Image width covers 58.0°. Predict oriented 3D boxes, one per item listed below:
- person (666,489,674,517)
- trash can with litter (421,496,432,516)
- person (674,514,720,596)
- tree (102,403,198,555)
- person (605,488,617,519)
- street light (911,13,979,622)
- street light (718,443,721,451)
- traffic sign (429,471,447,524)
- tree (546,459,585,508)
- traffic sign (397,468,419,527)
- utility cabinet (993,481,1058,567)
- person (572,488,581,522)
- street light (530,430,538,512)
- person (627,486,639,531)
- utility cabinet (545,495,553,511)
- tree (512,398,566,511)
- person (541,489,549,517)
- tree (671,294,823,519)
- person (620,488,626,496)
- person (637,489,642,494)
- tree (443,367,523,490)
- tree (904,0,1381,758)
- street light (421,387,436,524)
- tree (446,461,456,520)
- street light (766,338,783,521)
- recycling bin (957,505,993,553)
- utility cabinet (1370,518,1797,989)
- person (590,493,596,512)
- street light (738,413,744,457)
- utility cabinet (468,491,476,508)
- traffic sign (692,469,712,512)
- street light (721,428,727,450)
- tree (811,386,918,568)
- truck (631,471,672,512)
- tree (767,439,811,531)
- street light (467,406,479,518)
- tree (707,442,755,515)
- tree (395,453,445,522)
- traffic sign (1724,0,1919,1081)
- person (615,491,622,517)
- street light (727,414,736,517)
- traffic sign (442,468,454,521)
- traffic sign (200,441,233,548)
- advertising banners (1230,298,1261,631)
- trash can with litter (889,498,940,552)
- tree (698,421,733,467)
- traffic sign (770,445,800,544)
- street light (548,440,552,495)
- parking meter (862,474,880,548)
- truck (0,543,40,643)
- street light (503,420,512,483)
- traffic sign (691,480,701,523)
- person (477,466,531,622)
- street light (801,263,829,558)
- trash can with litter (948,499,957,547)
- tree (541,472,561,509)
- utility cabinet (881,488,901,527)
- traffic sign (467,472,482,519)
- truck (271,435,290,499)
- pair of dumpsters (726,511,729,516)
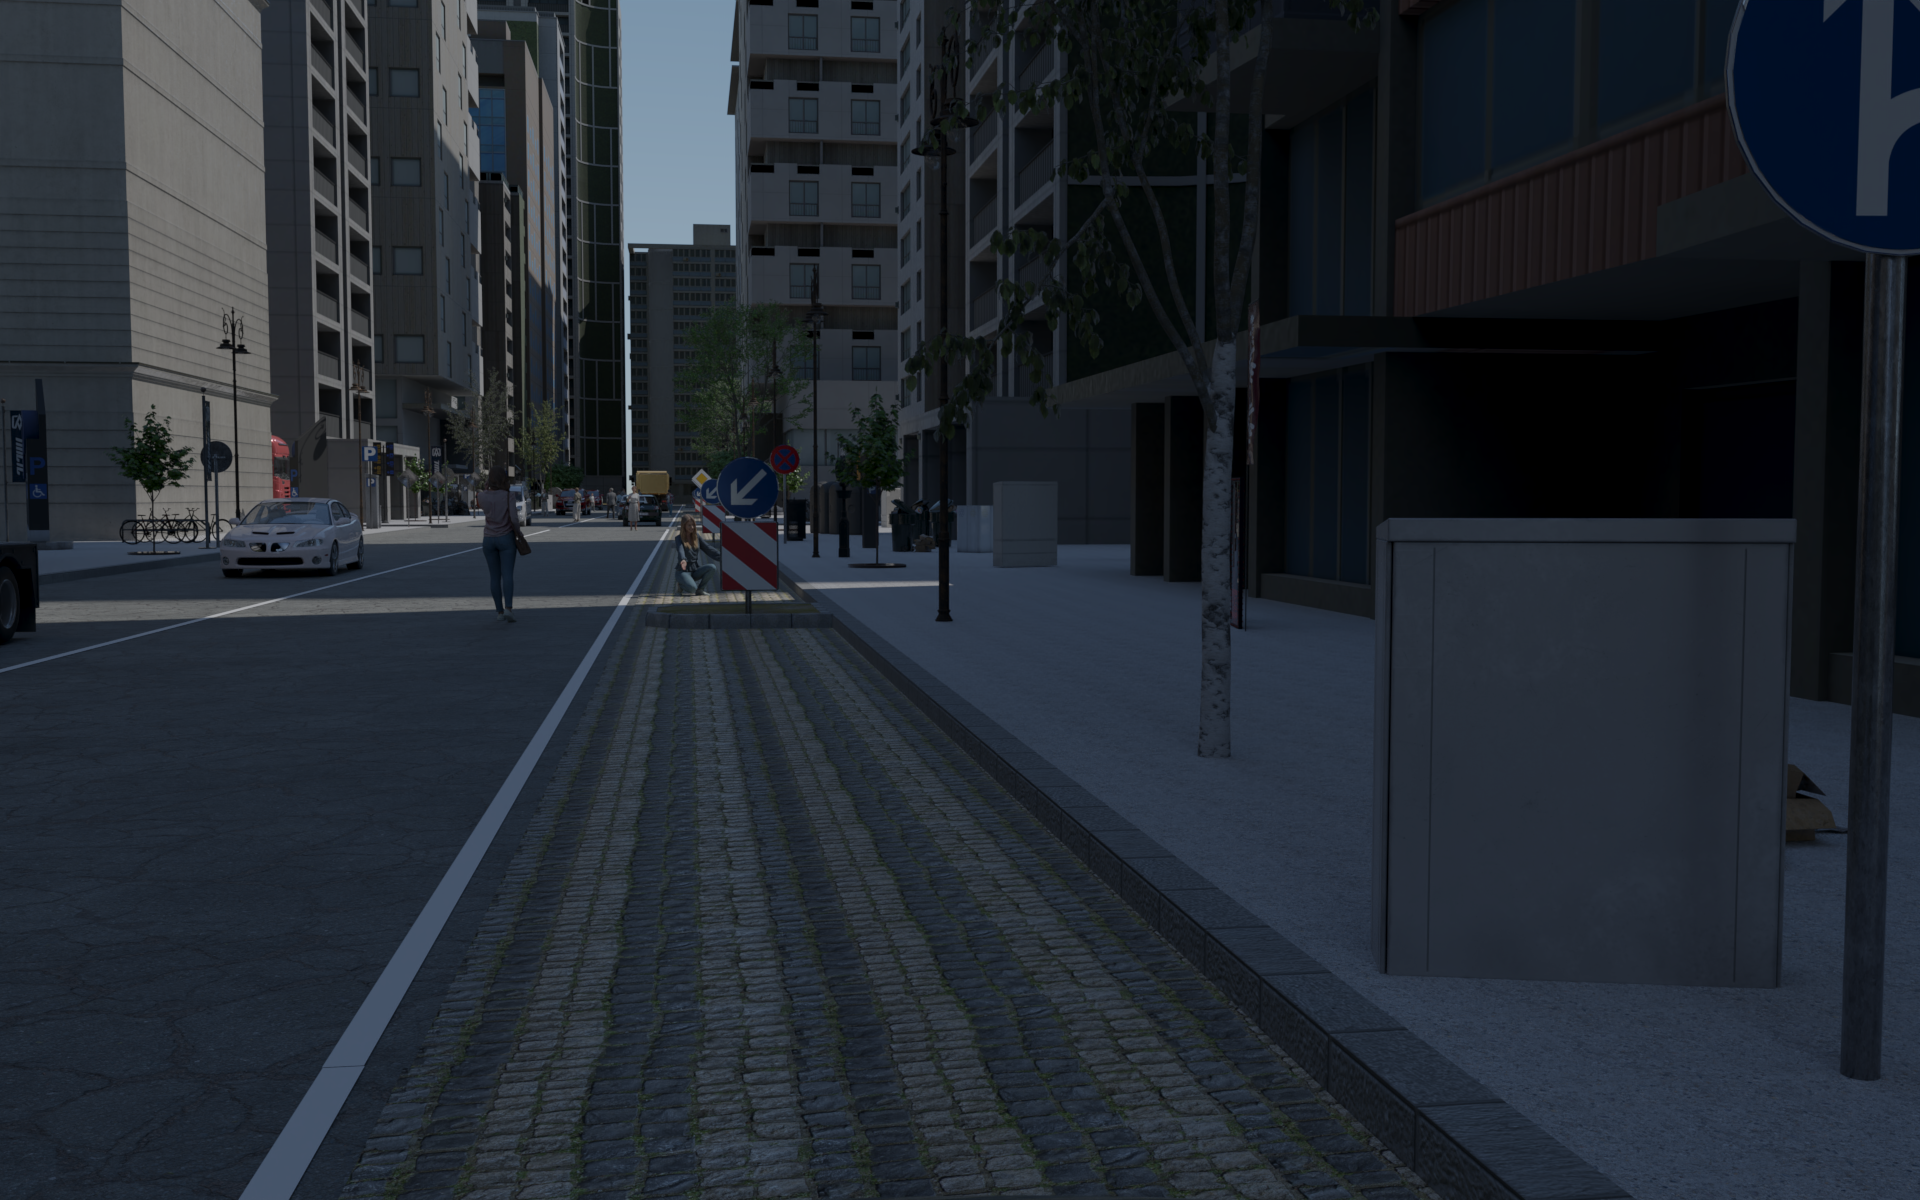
[{"bbox_3d":[-18.266,-6.107,109.186,0.563,1.720,0.643,2,4,31],"label":"person"},{"bbox_3d":[-30.913,-5.393,99.559,1.055,1.170,0.624,1,4,10],"label":"trash can with litter"},{"bbox_3d":[-3.638,-0.629,24.286,1.012,1.151,0.738,-3,4,-39],"label":"person"},{"bbox_3d":[-16.999,-2.577,36.739,1.663,3.219,1.824,0,3,0],"label":"tree"},{"bbox_3d":[-20.225,-5.587,100.253,0.661,1.777,0.834,-3,4,-39],"label":"person"},{"bbox_3d":[-0.161,-2.722,17.297,0.468,5.910,1.993,-1,4,-9],"label":"street light"},{"bbox_3d":[-18.156,-9.785,132.773,0.468,5.910,1.993,-1,4,-9],"label":"street light"},{"bbox_3d":[-22.502,-4.345,74.679,0.795,2.450,0.064,-1,4,-9],"label":"traffic sign"},{"bbox_3d":[-38.743,-11.484,171.481,4.285,4.588,4.351,0,3,0],"label":"tree"},{"bbox_3d":[-21.269,-3.862,66.789,0.795,2.450,0.064,-1,4,-9],"label":"traffic sign"},{"bbox_3d":[1.144,-1.332,30.460,1.173,1.500,0.318,-2,4,-32],"label":"utility cabinet"},{"bbox_3d":[-19.837,-4.926,89.589,0.362,1.759,0.519,2,4,31],"label":"person"},{"bbox_3d":[-30.818,-9.328,125.295,0.468,5.910,1.993,-1,4,-9],"label":"street light"},{"bbox_3d":[-12.777,-3.593,67.816,0.480,1.755,0.524,-1,4,-23],"label":"person"},{"bbox_3d":[-32.104,-7.570,134.927,0.306,1.237,1.020,1,4,14],"label":"utility cabinet"},{"bbox_3d":[-32.115,-11.155,132.746,4.737,8.622,4.395,0,3,0],"label":"tree"},{"bbox_3d":[-26.446,-6.189,110.236,0.519,1.759,0.362,0,4,7],"label":"person"},{"bbox_3d":[-11.080,-9.988,89.064,9.928,11.665,9.643,0,3,0],"label":"tree"},{"bbox_3d":[-21.836,-6.358,112.627,0.473,1.802,0.592,1,4,23],"label":"person"},{"bbox_3d":[-24.642,-7.618,133.169,0.853,1.813,0.709,-3,5,-40],"label":"person"},{"bbox_3d":[-27.317,-9.112,99.337,4.360,8.622,3.978,0,3,0],"label":"tree"},{"bbox_3d":[1.086,-3.550,8.402,4.360,8.622,3.978,0,3,0],"label":"tree"},{"bbox_3d":[-22.919,-6.239,74.788,0.468,5.910,1.993,-1,4,-9],"label":"street light"},{"bbox_3d":[-25.736,-5.582,85.875,1.663,3.219,1.824,0,3,0],"label":"tree"},{"bbox_3d":[-5.490,-4.806,51.359,0.468,5.910,1.993,-1,4,-9],"label":"street light"},{"bbox_3d":[0.421,-1.563,38.115,0.722,1.027,0.722,-3,5,-44],"label":"recycling bin"},{"bbox_3d":[1.646,0.398,4.662,1.020,1.237,0.306,0,4,8],"label":"utility cabinet"},{"bbox_3d":[-30.148,-8.015,142.137,0.523,1.515,0.503,1,4,14],"label":"person"},{"bbox_3d":[-10.139,-6.642,81.378,0.468,5.910,1.993,-1,4,-9],"label":"street light"},{"bbox_3d":[-40.687,-8.272,143.931,1.173,1.500,0.318,3,4,36],"label":"utility cabinet"},{"bbox_3d":[-10.205,-3.966,68.490,0.795,2.450,0.064,-1,4,-9],"label":"traffic sign"},{"bbox_3d":[-15.547,-8.739,115.664,0.468,5.910,1.993,-1,4,-9],"label":"street light"},{"bbox_3d":[-1.367,-2.190,30.405,1.663,3.219,1.824,0,3,0],"label":"tree"},{"bbox_3d":[-25.791,-9.128,145.161,3.469,3.379,9.791,-1,4,-11],"label":"truck"},{"bbox_3d":[-5.908,-4.043,60.700,1.663,3.219,1.824,0,3,0],"label":"tree"},{"bbox_3d":[-25.699,-7.261,91.505,0.468,5.910,1.993,-1,4,-9],"label":"street light"},{"bbox_3d":[-14.256,-7.651,108.815,4.285,4.588,4.351,0,3,0],"label":"tree"},{"bbox_3d":[-25.388,-5.290,81.089,1.663,3.219,1.824,0,3,0],"label":"tree"},{"bbox_3d":[1.989,-0.223,3.747,0.768,2.556,0.104,0,4,-2],"label":"traffic sign"},{"bbox_3d":[-21.165,-5.951,107.607,0.589,1.601,0.330,-3,4,-37],"label":"person"},{"bbox_3d":[-12.873,-7.709,98.823,0.468,5.910,1.993,-1,4,-9],"label":"street light"},{"bbox_3d":[-24.771,-5.102,83.530,0.768,2.556,0.104,0,4,-4],"label":"traffic sign"},{"bbox_3d":[-17.794,-2.529,41.462,0.768,2.556,0.104,0,4,-1],"label":"traffic sign"},{"bbox_3d":[2.661,-1.248,16.597,0.090,3.025,2.074,0,3,0],"label":"advertising banners"},{"bbox_3d":[-1.044,-1.654,38.429,1.055,1.170,0.624,2,4,24],"label":"trash can with litter"},{"bbox_3d":[-22.964,-13.198,166.141,4.737,8.622,4.395,0,3,0],"label":"tree"},{"bbox_3d":[-4.522,-2.730,44.734,0.768,2.556,0.104,0,4,-8],"label":"traffic sign"},{"bbox_3d":[-33.565,-10.353,142.058,0.468,5.910,1.993,-1,4,-9],"label":"street light"},{"bbox_3d":[-2.107,-2.160,41.035,0.399,1.863,0.255,-1,4,-17],"label":"parking meter"},{"bbox_3d":[-8.712,-1.102,7.779,2.967,4.110,18.799,-1,4,-10],"label":"truck"},{"bbox_3d":[-28.198,-8.274,108.068,0.468,5.910,1.993,-1,4,-9],"label":"street light"},{"bbox_3d":[-11.438,-4.449,76.380,0.795,2.450,0.064,-1,4,-9],"label":"traffic sign"},{"bbox_3d":[-5.159,-0.637,19.508,0.593,1.750,0.643,0,4,3],"label":"person"},{"bbox_3d":[-2.915,-3.797,34.868,0.468,5.910,1.993,-1,4,-9],"label":"street light"},{"bbox_3d":[-0.558,-1.847,41.586,0.624,1.170,1.055,3,5,42],"label":"trash can with litter"},{"bbox_3d":[-35.802,-9.555,150.826,1.663,3.219,1.824,0,3,0],"label":"tree"},{"bbox_3d":[-2.473,-3.509,66.043,0.318,1.500,1.173,3,5,43],"label":"utility cabinet"},{"bbox_3d":[-25.030,-5.392,89.337,0.795,2.450,0.064,0,4,-4],"label":"traffic sign"},{"bbox_3d":[-31.638,-4.843,68.104,11.283,4.237,2.839,-1,4,-9],"label":"truck"},{"bbox_3d":[-13.527,-6.175,103.447,1.574,2.255,4.437,-1,4,-9],"label":"pair of dumpsters"}]
